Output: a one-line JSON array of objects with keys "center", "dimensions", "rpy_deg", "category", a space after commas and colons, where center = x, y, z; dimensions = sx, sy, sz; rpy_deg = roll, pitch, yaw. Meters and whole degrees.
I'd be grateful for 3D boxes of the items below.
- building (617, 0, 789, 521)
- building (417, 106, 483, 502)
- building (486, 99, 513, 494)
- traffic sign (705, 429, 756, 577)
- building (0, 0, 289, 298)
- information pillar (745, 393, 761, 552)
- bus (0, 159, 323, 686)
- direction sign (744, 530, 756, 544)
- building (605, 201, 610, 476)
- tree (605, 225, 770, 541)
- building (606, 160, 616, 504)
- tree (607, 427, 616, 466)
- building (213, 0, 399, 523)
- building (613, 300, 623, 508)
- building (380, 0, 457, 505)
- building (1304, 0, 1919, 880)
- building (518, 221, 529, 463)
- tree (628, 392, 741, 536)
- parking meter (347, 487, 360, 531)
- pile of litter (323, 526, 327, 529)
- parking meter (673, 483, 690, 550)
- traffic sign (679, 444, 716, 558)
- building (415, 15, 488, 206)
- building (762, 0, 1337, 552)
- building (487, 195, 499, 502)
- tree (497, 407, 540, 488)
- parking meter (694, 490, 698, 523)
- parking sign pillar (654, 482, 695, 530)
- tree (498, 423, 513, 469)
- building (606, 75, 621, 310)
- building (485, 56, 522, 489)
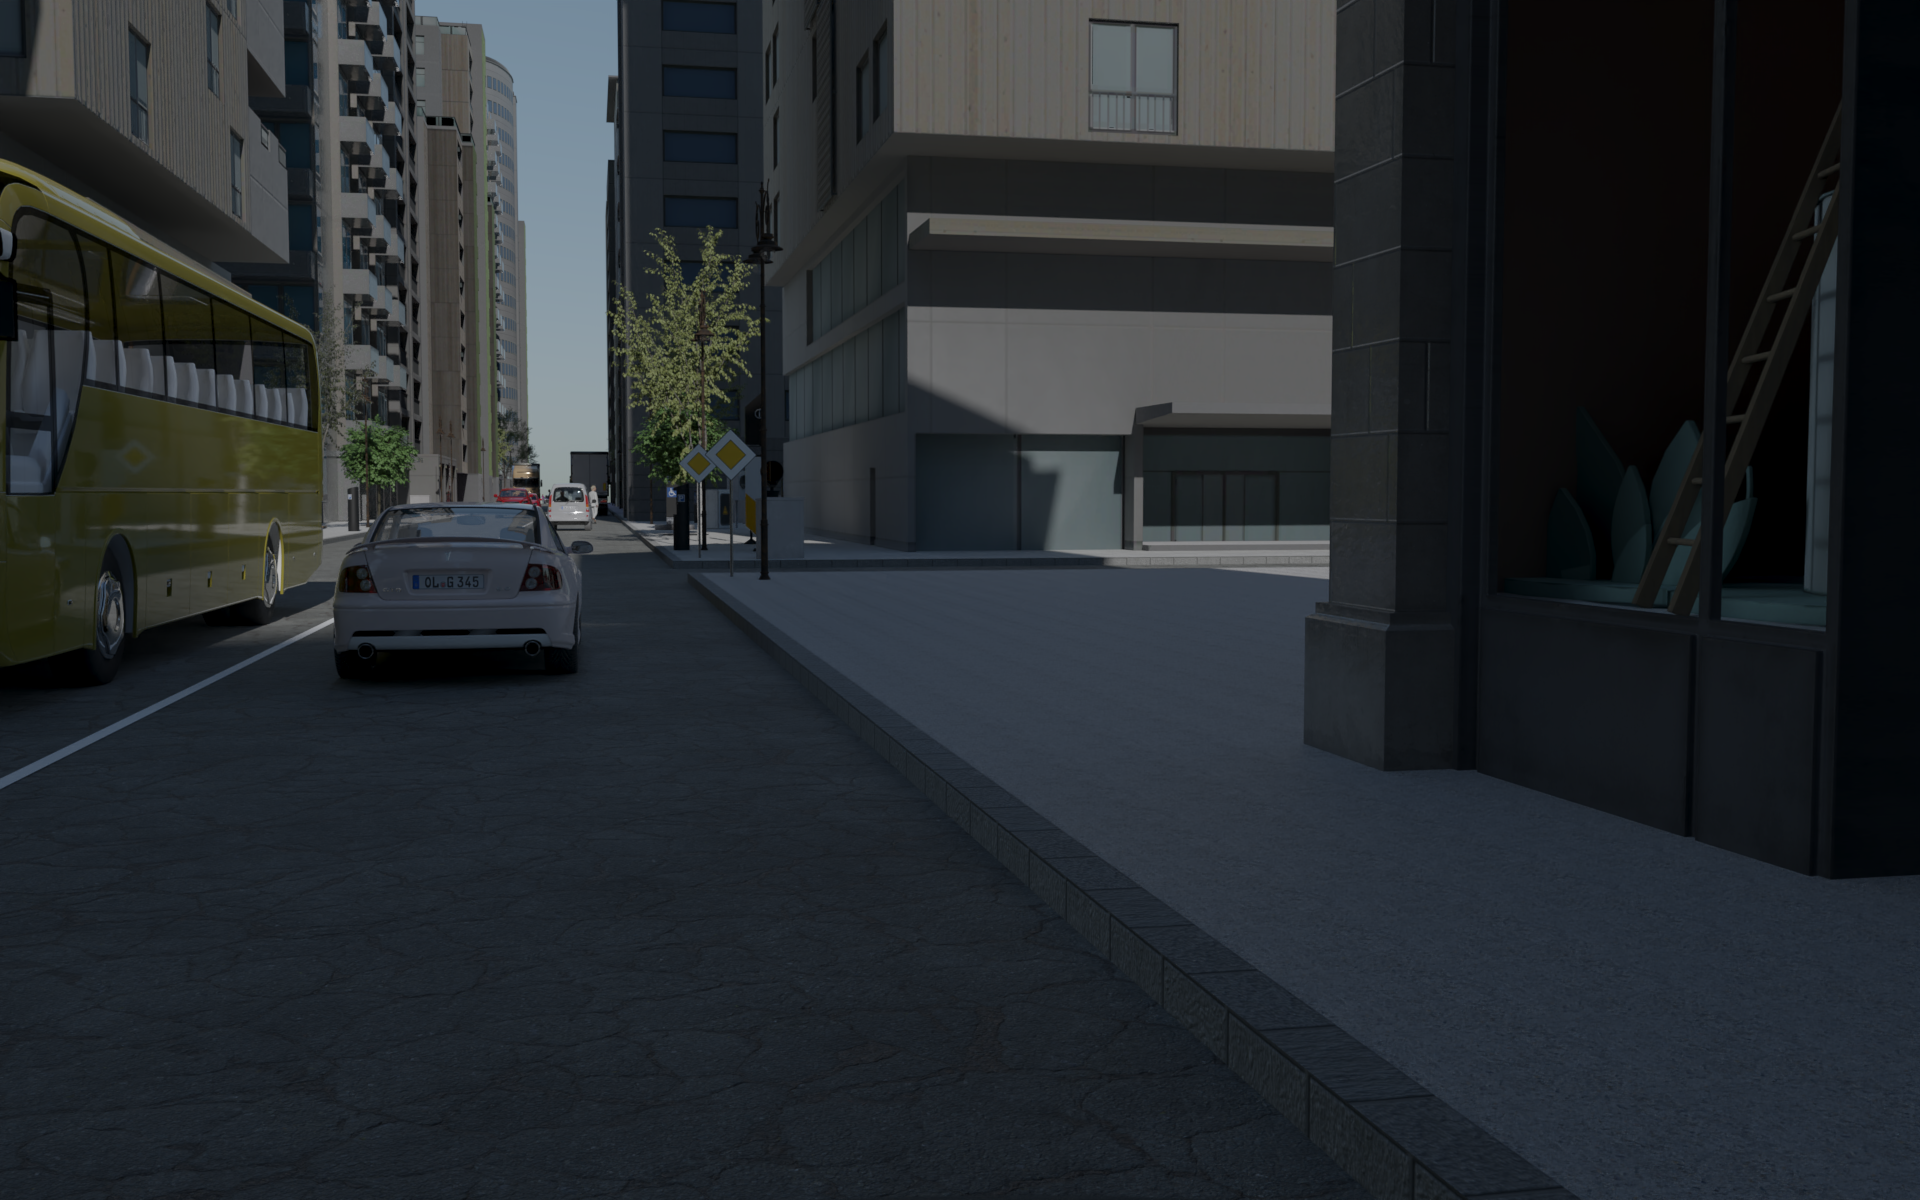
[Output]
[{"center": [-8.227, -33.851, 95.456], "dimensions": [21.231, 58.520, 28.212], "rpy_deg": [-1, 4, -12], "category": "building"}, {"center": [-44.178, -22.005, 131.483], "dimensions": [14.160, 30.474, 14.107], "rpy_deg": [-1, 4, -12], "category": "building"}, {"center": [-64.267, -35.447, 199.165], "dimensions": [23.786, 49.044, 30.456], "rpy_deg": [-1, 4, -12], "category": "building"}, {"center": [-3.546, -1.418, 26.827], "dimensions": [0.795, 2.450, 0.064], "rpy_deg": [-1, 4, -12], "category": "traffic sign"}, {"center": [-32.311, -27.634, 41.050], "dimensions": [28.713, 52.752, 27.495], "rpy_deg": [-1, 4, -12], "category": "building"}, {"center": [-4.538, -2.890, 38.612], "dimensions": [0.504, 3.616, 0.183], "rpy_deg": [-1, 4, -10], "category": "information pillar"}, {"center": [-8.195, -1.491, 15.930], "dimensions": [2.896, 3.916, 12.252], "rpy_deg": [-1, 4, -11], "category": "bus"}, {"center": [-5.347, -3.197, 44.276], "dimensions": [0.379, 3.537, 0.876], "rpy_deg": [-1, 4, -8], "category": "direction sign"}, {"center": [-45.541, -37.194, 258.233], "dimensions": [14.600, 45.320, 14.200], "rpy_deg": [-1, 4, -12], "category": "building"}, {"center": [-7.295, -5.894, 46.722], "dimensions": [4.737, 8.622, 4.395], "rpy_deg": [0, 3, 0], "category": "tree"}, {"center": [-37.872, -37.722, 240.463], "dimensions": [21.300, 48.544, 21.600], "rpy_deg": [-1, 4, -12], "category": "building"}, {"center": [-37.056, -14.718, 190.993], "dimensions": [4.360, 8.622, 3.978], "rpy_deg": [0, 3, 0], "category": "tree"}, {"center": [-39.879, -28.453, 84.818], "dimensions": [23.786, 49.044, 30.456], "rpy_deg": [-1, 4, -12], "category": "building"}, {"center": [-19.949, -19.974, 171.611], "dimensions": [27.650, 21.520, 28.899], "rpy_deg": [-1, 4, -12], "category": "building"}, {"center": [-44.159, -41.228, 112.324], "dimensions": [20.563, 71.187, 20.611], "rpy_deg": [-1, 4, -12], "category": "building"}, {"center": [6.380, -9.600, 7.865], "dimensions": [10.553, 20.767, 40.483], "rpy_deg": [-1, 4, -12], "category": "building"}, {"center": [-70.000, -34.674, 250.511], "dimensions": [14.154, 41.232, 14.086], "rpy_deg": [-1, 4, -12], "category": "building"}, {"center": [-8.661, -4.307, 54.134], "dimensions": [4.285, 4.588, 4.351], "rpy_deg": [0, 3, 0], "category": "tree"}, {"center": [-20.885, -3.132, 59.623], "dimensions": [0.372, 1.533, 0.369], "rpy_deg": [0, 3, 0], "category": "parking meter"}, {"center": [-24.457, -3.108, 64.786], "dimensions": [1.719, 0.858, 1.176], "rpy_deg": [2, 4, 35], "category": "pile of litter"}, {"center": [-6.361, -1.904, 39.540], "dimensions": [0.372, 1.533, 0.369], "rpy_deg": [0, 3, 0], "category": "parking meter"}, {"center": [-5.217, -1.896, 34.636], "dimensions": [0.795, 2.450, 0.064], "rpy_deg": [-1, 4, -12], "category": "traffic sign"}, {"center": [-47.048, -28.216, 144.930], "dimensions": [14.154, 41.232, 14.086], "rpy_deg": [-1, 4, -12], "category": "building"}, {"center": [8.516, -28.179, 49.968], "dimensions": [27.495, 52.752, 28.713], "rpy_deg": [-1, 4, -12], "category": "building"}, {"center": [-50.136, -23.687, 158.988], "dimensions": [14.160, 30.474, 14.107], "rpy_deg": [-1, 4, -12], "category": "building"}, {"center": [-47.580, -15.143, 181.992], "dimensions": [8.767, 10.594, 7.601], "rpy_deg": [3, 5, 42], "category": "tree"}, {"center": [-11.589, -4.175, 76.677], "dimensions": [0.372, 1.533, 0.369], "rpy_deg": [0, 3, 0], "category": "parking meter"}, {"center": [-10.256, -4.508, 62.175], "dimensions": [1.447, 3.967, 1.447], "rpy_deg": [0, 4, -1], "category": "parking sign pillar"}, {"center": [-46.242, -13.471, 170.615], "dimensions": [4.737, 8.622, 4.395], "rpy_deg": [0, 3, 0], "category": "tree"}, {"center": [-29.233, -38.389, 216.894], "dimensions": [28.713, 52.752, 27.495], "rpy_deg": [-1, 4, -12], "category": "building"}, {"center": [-69.482, -41.986, 228.465], "dimensions": [21.231, 58.520, 28.212], "rpy_deg": [-1, 4, -12], "category": "building"}]
